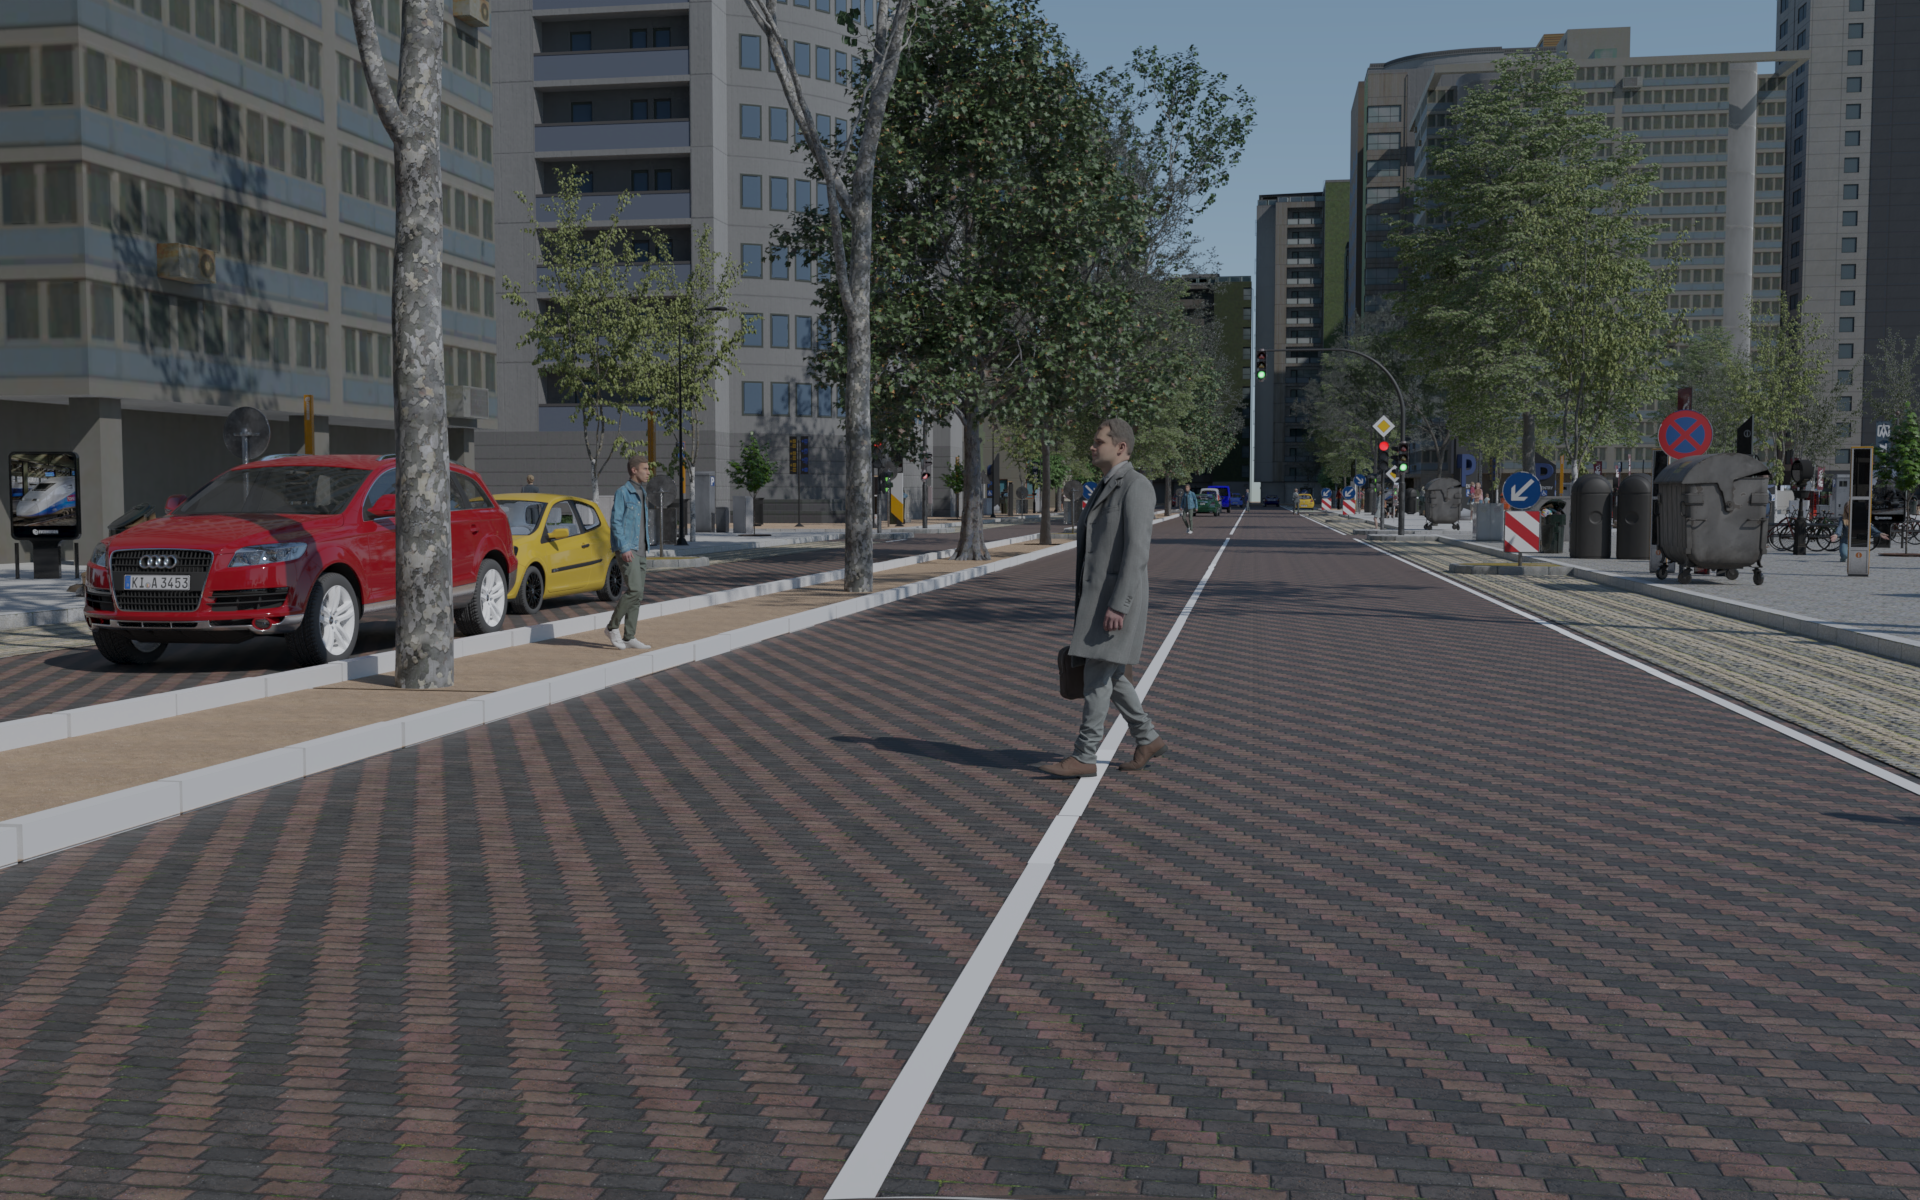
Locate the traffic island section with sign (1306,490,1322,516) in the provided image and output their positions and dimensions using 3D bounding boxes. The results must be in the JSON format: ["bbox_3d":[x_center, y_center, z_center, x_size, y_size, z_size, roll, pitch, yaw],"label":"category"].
[{"bbox_3d":[23.878,-6.417,113.541,1.989,1.847,2.006,1,4,10],"label":"traffic island section with sign"}]

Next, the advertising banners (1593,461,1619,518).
[{"bbox_3d":[34.191,-5.797,90.961,0.090,3.025,2.074,-3,5,-44],"label":"advertising banners"}]

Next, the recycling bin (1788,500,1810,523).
[{"bbox_3d":[33.521,-3.465,69.202,0.722,1.027,0.722,2,4,28],"label":"recycling bin"}]

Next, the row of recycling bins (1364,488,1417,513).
[{"bbox_3d":[29.616,-6.849,119.099,3.534,1.692,1.069,0,4,4],"label":"row of recycling bins"}]

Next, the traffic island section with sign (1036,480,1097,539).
[{"bbox_3d":[3.581,-2.920,55.878,2.006,1.907,1.989,1,4,10],"label":"traffic island section with sign"}]

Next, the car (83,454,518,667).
[{"bbox_3d":[-5.913,-0.456,16.121,2.281,1.827,5.304,1,4,8],"label":"car"}]

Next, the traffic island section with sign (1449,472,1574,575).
[{"bbox_3d":[9.937,-1.390,31.349,1.989,1.847,2.006,1,4,10],"label":"traffic island section with sign"}]

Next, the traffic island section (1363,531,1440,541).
[{"bbox_3d":[13.745,-1.935,53.916,2.009,0.180,2.903,1,4,10],"label":"traffic island section"}]

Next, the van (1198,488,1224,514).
[{"bbox_3d":[18.534,-7.425,128.413,2.013,2.044,4.112,1,4,11],"label":"van"}]

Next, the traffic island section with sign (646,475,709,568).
[{"bbox_3d":[-6.090,-1.580,34.468,1.989,1.847,2.006,1,4,10],"label":"traffic island section with sign"}]

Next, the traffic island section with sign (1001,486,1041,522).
[{"bbox_3d":[3.206,-4.932,89.261,1.989,1.847,2.006,1,4,10],"label":"traffic island section with sign"}]

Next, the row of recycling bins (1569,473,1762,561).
[{"bbox_3d":[13.776,-1.637,33.879,3.534,1.692,1.069,2,4,28],"label":"row of recycling bins"}]

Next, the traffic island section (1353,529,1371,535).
[{"bbox_3d":[15.081,-2.416,61.789,2.009,0.180,2.903,1,4,10],"label":"traffic island section"}]

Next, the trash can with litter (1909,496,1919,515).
[{"bbox_3d":[58.850,-5.847,106.989,0.624,1.170,1.055,3,5,44],"label":"trash can with litter"}]

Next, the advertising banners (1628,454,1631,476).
[{"bbox_3d":[29.605,-4.895,76.226,0.090,3.025,2.074,2,4,33],"label":"advertising banners"}]

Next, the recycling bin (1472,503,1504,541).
[{"bbox_3d":[14.510,-2.144,47.603,0.722,1.027,0.722,0,4,8],"label":"recycling bin"}]

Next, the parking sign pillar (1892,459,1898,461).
[{"bbox_3d":[53.905,-6.839,100.284,1.447,3.967,1.447,0,3,0],"label":"parking sign pillar"}]

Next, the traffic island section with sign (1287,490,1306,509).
[{"bbox_3d":[36.633,-11.013,188.689,1.989,1.847,2.006,1,4,10],"label":"traffic island section with sign"}]

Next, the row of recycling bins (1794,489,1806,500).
[{"bbox_3d":[60.439,-7.179,124.490,1.069,1.692,3.534,2,4,30],"label":"row of recycling bins"}]

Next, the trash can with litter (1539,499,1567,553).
[{"bbox_3d":[12.758,-1.607,37.669,0.624,1.170,1.055,0,4,-2],"label":"trash can with litter"}]

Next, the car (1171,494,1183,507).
[{"bbox_3d":[24.728,-11.342,194.484,2.155,1.783,4.494,0,4,8],"label":"car"}]

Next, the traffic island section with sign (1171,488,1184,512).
[{"bbox_3d":[17.394,-7.898,137.264,2.006,1.907,1.989,1,4,10],"label":"traffic island section with sign"}]

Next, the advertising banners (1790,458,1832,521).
[{"bbox_3d":[40.867,-5.326,83.274,0.090,3.025,2.074,-2,4,-33],"label":"advertising banners"}]

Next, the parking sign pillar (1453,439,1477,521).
[{"bbox_3d":[24.631,-5.870,84.442,1.447,3.967,1.447,-3,4,-36],"label":"parking sign pillar"}]

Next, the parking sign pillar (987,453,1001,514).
[{"bbox_3d":[2.187,-7.670,113.870,1.447,3.967,1.447,1,4,21],"label":"parking sign pillar"}]

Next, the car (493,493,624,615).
[{"bbox_3d":[-5.668,-0.715,21.911,2.015,1.641,3.980,1,4,11],"label":"car"}]

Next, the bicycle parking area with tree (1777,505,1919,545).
[{"bbox_3d":[26.593,-3.624,46.258,9.016,4.147,8.231,2,4,30],"label":"bicycle parking area with tree"}]

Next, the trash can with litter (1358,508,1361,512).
[{"bbox_3d":[28.542,-6.960,125.178,1.055,1.170,0.624,1,4,16],"label":"trash can with litter"}]

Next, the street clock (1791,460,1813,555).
[{"bbox_3d":[17.705,-1.951,36.468,0.358,2.002,0.471,0,4,-4],"label":"street clock"}]

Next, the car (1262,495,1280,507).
[{"bbox_3d":[35.100,-11.173,195.261,1.945,1.354,3.894,0,4,8],"label":"car"}]

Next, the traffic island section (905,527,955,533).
[{"bbox_3d":[-1.325,-2.586,64.569,2.009,0.180,2.903,1,4,10],"label":"traffic island section"}]

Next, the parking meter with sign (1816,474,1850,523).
[{"bbox_3d":[34.162,-4.329,67.032,1.738,3.016,0.543,1,4,9],"label":"parking meter with sign"}]

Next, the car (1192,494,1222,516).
[{"bbox_3d":[15.908,-6.163,112.563,2.131,1.459,4.920,1,4,11],"label":"car"}]

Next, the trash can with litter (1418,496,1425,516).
[{"bbox_3d":[27.336,-5.527,101.751,0.624,1.170,1.055,0,4,-6],"label":"trash can with litter"}]

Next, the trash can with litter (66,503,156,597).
[{"bbox_3d":[-10.623,-0.637,21.804,0.624,1.170,1.055,3,5,44],"label":"trash can with litter"}]

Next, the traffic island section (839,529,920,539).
[{"bbox_3d":[-2.662,-2.105,56.696,2.009,0.180,2.903,1,4,10],"label":"traffic island section"}]

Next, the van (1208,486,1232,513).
[{"bbox_3d":[20.105,-7.981,134.872,2.240,2.365,5.245,1,4,8],"label":"van"}]

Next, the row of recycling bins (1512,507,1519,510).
[{"bbox_3d":[28.056,-4.853,86.467,1.069,1.692,3.534,1,4,16],"label":"row of recycling bins"}]

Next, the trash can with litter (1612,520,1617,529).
[{"bbox_3d":[24.767,-3.248,64.494,1.055,1.170,0.624,-3,4,-37],"label":"trash can with litter"}]

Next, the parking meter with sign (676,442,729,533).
[{"bbox_3d":[-8.580,-3.770,57.903,1.738,3.016,0.543,1,4,15],"label":"parking meter with sign"}]

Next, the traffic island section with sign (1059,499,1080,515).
[{"bbox_3d":[7.719,-6.557,115.837,1.989,1.847,2.006,1,4,10],"label":"traffic island section with sign"}]

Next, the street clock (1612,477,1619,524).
[{"bbox_3d":[28.057,-4.256,74.156,0.358,2.002,0.471,1,4,19],"label":"street clock"}]

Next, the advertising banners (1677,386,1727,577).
[{"bbox_3d":[11.891,-1.924,27.646,0.090,3.025,2.074,0,4,-2],"label":"advertising banners"}]

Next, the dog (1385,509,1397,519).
[{"bbox_3d":[22.423,-4.485,90.159,0.540,0.507,0.406,-3,4,-39],"label":"dog"}]

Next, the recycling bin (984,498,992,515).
[{"bbox_3d":[1.606,-5.730,106.238,0.722,1.027,0.722,3,5,43],"label":"recycling bin"}]

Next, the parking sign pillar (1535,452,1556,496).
[{"bbox_3d":[36.826,-7.376,109.062,1.447,3.967,1.447,2,4,26],"label":"parking sign pillar"}]

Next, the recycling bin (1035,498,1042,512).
[{"bbox_3d":[5.709,-6.845,124.466,0.722,1.027,0.722,0,4,5],"label":"recycling bin"}]

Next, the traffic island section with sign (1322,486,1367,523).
[{"bbox_3d":[19.346,-4.783,86.822,1.989,1.847,2.006,1,4,10],"label":"traffic island section with sign"}]

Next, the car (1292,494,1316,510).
[{"bbox_3d":[30.133,-8.650,151.656,2.015,1.641,3.980,1,4,11],"label":"car"}]

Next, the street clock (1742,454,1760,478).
[{"bbox_3d":[14.372,-1.652,31.588,0.471,2.002,0.358,-3,5,-44],"label":"street clock"}]

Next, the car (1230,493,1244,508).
[{"bbox_3d":[29.040,-10.618,183.193,1.945,1.707,3.694,0,4,8],"label":"car"}]

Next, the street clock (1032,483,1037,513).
[{"bbox_3d":[4.931,-6.748,114.907,0.358,2.002,0.471,0,4,4],"label":"street clock"}]
